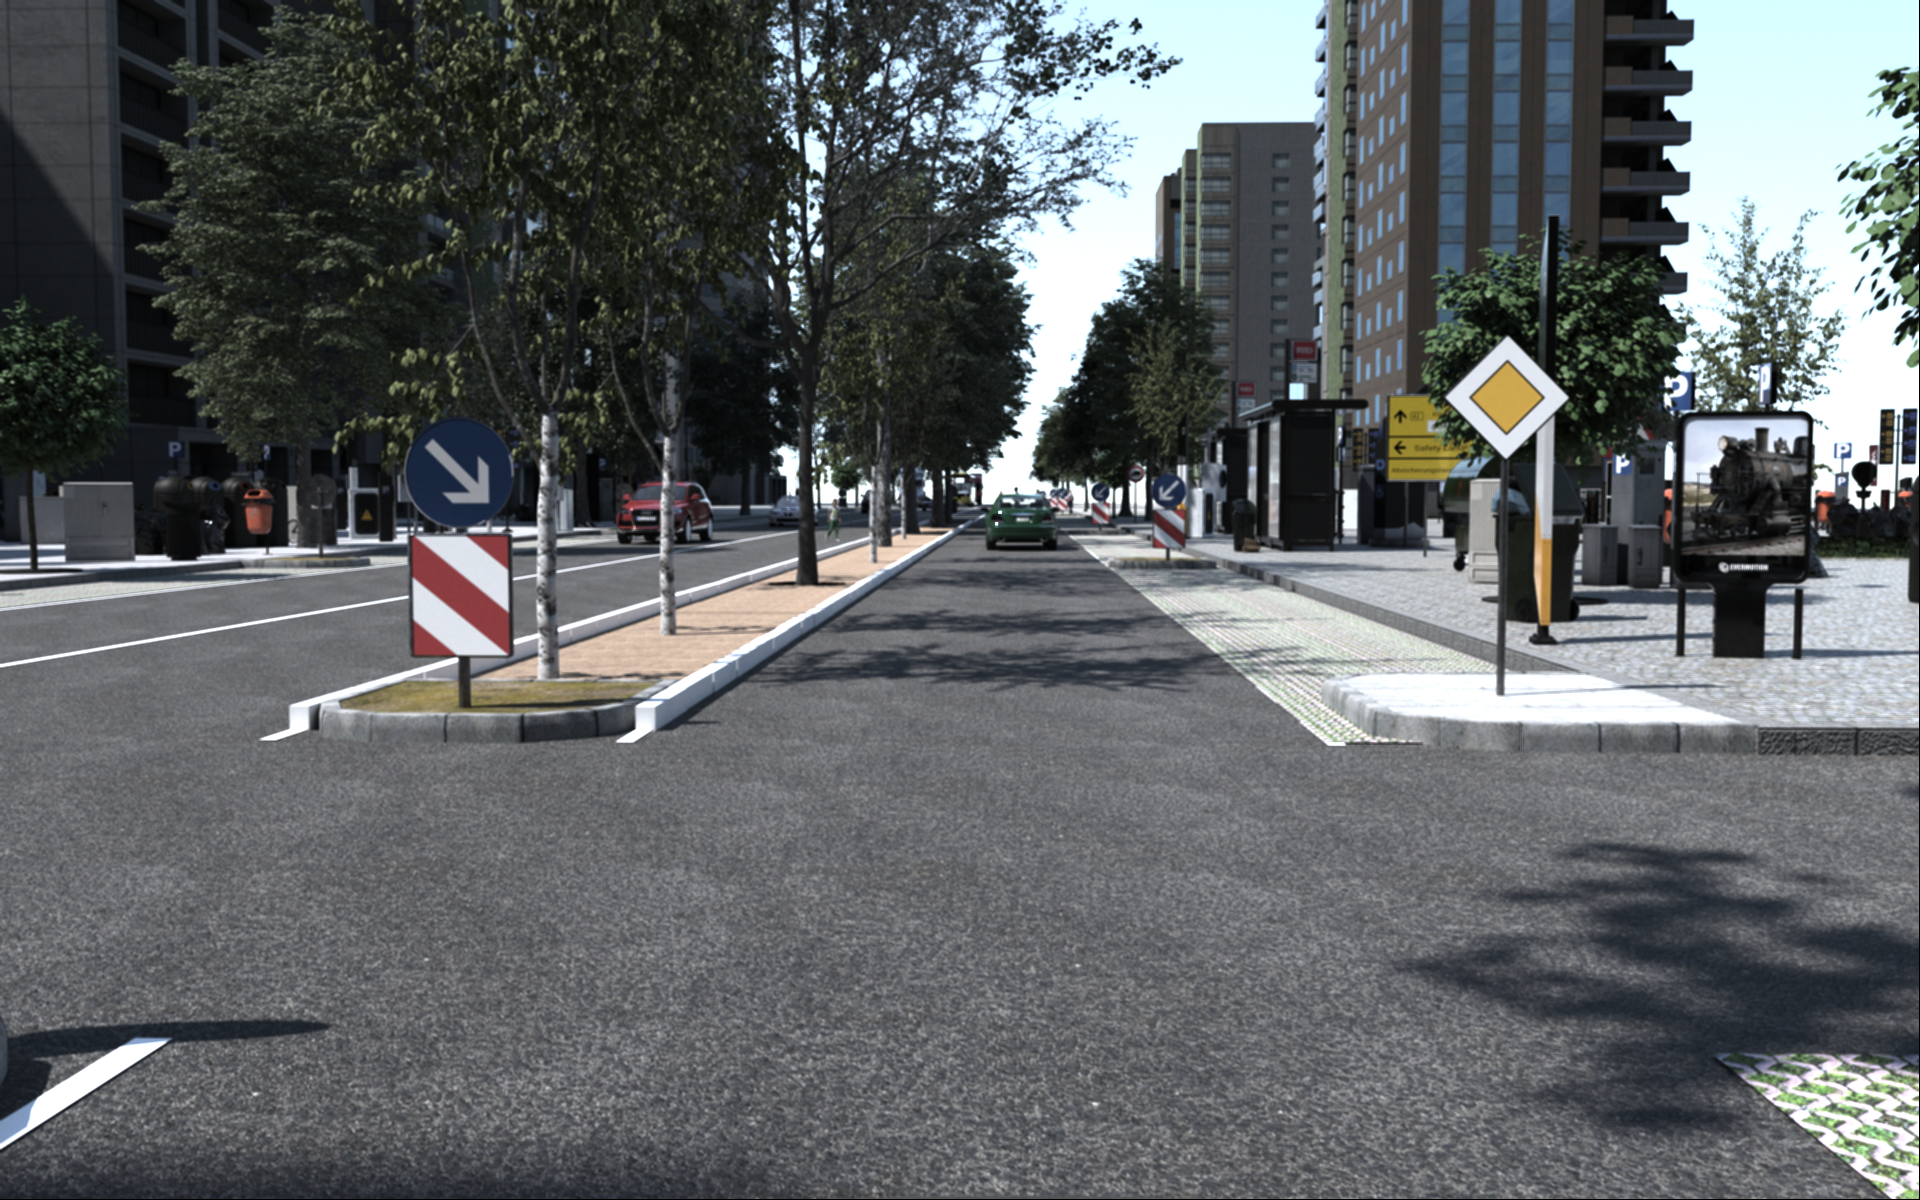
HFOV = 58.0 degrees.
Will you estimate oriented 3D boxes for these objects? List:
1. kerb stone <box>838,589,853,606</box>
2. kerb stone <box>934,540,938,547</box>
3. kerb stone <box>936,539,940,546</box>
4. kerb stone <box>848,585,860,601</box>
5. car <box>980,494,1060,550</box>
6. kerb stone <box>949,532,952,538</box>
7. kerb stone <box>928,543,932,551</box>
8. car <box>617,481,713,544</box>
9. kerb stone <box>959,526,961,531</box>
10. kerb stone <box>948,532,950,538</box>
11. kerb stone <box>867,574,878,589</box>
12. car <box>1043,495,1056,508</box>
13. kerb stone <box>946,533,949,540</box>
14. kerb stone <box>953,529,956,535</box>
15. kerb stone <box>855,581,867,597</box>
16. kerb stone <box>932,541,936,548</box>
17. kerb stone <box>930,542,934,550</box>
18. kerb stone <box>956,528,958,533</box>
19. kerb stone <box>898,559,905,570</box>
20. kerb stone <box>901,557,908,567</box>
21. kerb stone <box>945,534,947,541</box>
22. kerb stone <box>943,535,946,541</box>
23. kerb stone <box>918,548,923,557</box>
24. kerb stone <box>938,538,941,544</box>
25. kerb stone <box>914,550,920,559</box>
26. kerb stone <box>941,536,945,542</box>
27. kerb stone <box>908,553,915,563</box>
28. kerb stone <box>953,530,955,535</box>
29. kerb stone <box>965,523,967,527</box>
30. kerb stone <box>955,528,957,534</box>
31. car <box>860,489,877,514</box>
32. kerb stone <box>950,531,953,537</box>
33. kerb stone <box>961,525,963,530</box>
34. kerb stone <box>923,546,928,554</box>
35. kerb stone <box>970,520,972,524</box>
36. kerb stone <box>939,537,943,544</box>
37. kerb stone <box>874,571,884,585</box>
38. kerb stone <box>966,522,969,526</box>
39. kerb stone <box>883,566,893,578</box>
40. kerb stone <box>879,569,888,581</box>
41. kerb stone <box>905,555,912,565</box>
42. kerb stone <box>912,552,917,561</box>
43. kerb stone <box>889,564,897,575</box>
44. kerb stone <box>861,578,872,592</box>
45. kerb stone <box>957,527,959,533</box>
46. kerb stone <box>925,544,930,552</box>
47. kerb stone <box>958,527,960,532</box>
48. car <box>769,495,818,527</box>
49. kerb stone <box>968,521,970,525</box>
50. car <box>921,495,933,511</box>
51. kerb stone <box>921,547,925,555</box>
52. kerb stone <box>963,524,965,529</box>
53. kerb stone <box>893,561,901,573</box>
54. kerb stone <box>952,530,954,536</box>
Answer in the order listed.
[{"bbox_3d":[-1.517,-0.001,22.222,0.120,0.150,1.000,0,4,2],"label":"kerb stone"},{"bbox_3d":[-0.735,-1.439,45.774,0.120,0.150,1.000,0,4,2],"label":"kerb stone"},{"bbox_3d":[-0.703,-1.499,46.796,0.120,0.150,1.000,0,4,2],"label":"kerb stone"},{"bbox_3d":[-1.479,-0.060,23.244,0.120,0.150,1.000,0,4,2],"label":"kerb stone"},{"bbox_3d":[1.592,-2.075,45.717,2.131,1.459,4.920,0,4,0],"label":"car"},{"bbox_3d":[-0.427,-2.007,55.009,0.120,0.150,1.000,0,4,2],"label":"kerb stone"},{"bbox_3d":[-0.837,-1.255,42.707,0.120,0.150,1.000,0,4,2],"label":"kerb stone"},{"bbox_3d":[-8.693,-2.612,51.376,2.281,1.827,5.304,0,4,3],"label":"car"},{"bbox_3d":[-0.126,-2.571,64.232,0.120,0.150,1.000,0,4,2],"label":"kerb stone"},{"bbox_3d":[-0.458,-1.943,53.980,0.120,0.150,1.000,0,4,2],"label":"kerb stone"},{"bbox_3d":[-1.381,-0.251,26.316,0.120,0.150,1.000,0,4,2],"label":"kerb stone"},{"bbox_3d":[8.725,-9.751,172.002,1.945,1.354,3.894,0,4,3],"label":"car"},{"bbox_3d":[-0.490,-1.882,52.959,0.120,0.150,1.000,0,4,2],"label":"kerb stone"},{"bbox_3d":[-0.298,-2.257,59.103,0.120,0.150,1.000,0,4,2],"label":"kerb stone"},{"bbox_3d":[-1.444,-0.127,24.272,0.120,0.150,1.000,0,4,2],"label":"kerb stone"},{"bbox_3d":[-0.770,-1.377,44.753,0.120,0.150,1.000,0,4,2],"label":"kerb stone"},{"bbox_3d":[-0.808,-1.317,43.732,0.120,0.150,1.000,0,4,2],"label":"kerb stone"},{"bbox_3d":[-0.225,-2.381,61.156,0.120,0.150,1.000,0,4,2],"label":"kerb stone"},{"bbox_3d":[-1.167,-0.625,32.448,0.120,0.150,1.000,0,4,2],"label":"kerb stone"},{"bbox_3d":[-1.138,-0.690,33.475,0.120,0.150,1.000,0,4,2],"label":"kerb stone"},{"bbox_3d":[-0.533,-1.815,51.938,0.120,0.150,1.000,0,4,2],"label":"kerb stone"},{"bbox_3d":[-0.561,-1.754,50.914,0.120,0.150,1.000,0,4,2],"label":"kerb stone"},{"bbox_3d":[-0.977,-1.004,38.603,0.120,0.150,1.000,0,4,2],"label":"kerb stone"},{"bbox_3d":[-0.663,-1.565,47.829,0.120,0.150,1.000,0,4,2],"label":"kerb stone"},{"bbox_3d":[-1.008,-0.941,37.579,0.120,0.150,1.000,0,4,2],"label":"kerb stone"},{"bbox_3d":[-0.592,-1.693,49.884,0.120,0.150,1.000,0,4,2],"label":"kerb stone"},{"bbox_3d":[-1.068,-0.815,35.529,0.120,0.150,1.000,0,4,2],"label":"kerb stone"},{"bbox_3d":[-0.326,-2.194,58.082,0.120,0.150,1.000,0,4,2],"label":"kerb stone"},{"bbox_3d":[0.110,-3.009,71.406,0.120,0.150,1.000,0,4,2],"label":"kerb stone"},{"bbox_3d":[-0.255,-2.320,60.126,0.120,0.150,1.000,0,4,2],"label":"kerb stone"},{"bbox_3d":[-6.245,-7.357,128.953,2.281,1.827,5.304,0,4,0],"label":"car"},{"bbox_3d":[-0.397,-2.069,56.030,0.120,0.150,1.000,0,4,2],"label":"kerb stone"},{"bbox_3d":[-0.050,-2.697,66.289,0.120,0.150,1.000,0,4,2],"label":"kerb stone"},{"bbox_3d":[-0.907,-1.124,40.657,0.120,0.150,1.000,0,4,2],"label":"kerb stone"},{"bbox_3d":[0.358,-3.447,78.563,0.120,0.150,1.000,0,4,2],"label":"kerb stone"},{"bbox_3d":[-0.631,-1.630,48.854,0.120,0.150,1.000,0,4,2],"label":"kerb stone"},{"bbox_3d":[-1.341,-0.314,27.337,0.120,0.150,1.000,0,4,2],"label":"kerb stone"},{"bbox_3d":[0.183,-3.135,73.448,0.120,0.150,1.000,0,4,2],"label":"kerb stone"},{"bbox_3d":[-1.282,-0.439,29.380,0.120,0.150,1.000,0,4,2],"label":"kerb stone"},{"bbox_3d":[-1.316,-0.377,28.358,0.120,0.150,1.000,0,4,2],"label":"kerb stone"},{"bbox_3d":[-1.104,-0.752,34.497,0.120,0.150,1.000,0,4,2],"label":"kerb stone"},{"bbox_3d":[-1.043,-0.878,36.557,0.120,0.150,1.000,0,4,2],"label":"kerb stone"},{"bbox_3d":[-1.240,-0.500,30.401,0.120,0.150,1.000,0,4,2],"label":"kerb stone"},{"bbox_3d":[-1.419,-0.190,25.294,0.120,0.150,1.000,0,4,2],"label":"kerb stone"},{"bbox_3d":[-0.185,-2.446,62.185,0.120,0.150,1.000,0,4,2],"label":"kerb stone"},{"bbox_3d":[-0.867,-1.192,41.686,0.120,0.150,1.000,0,4,2],"label":"kerb stone"},{"bbox_3d":[-0.159,-2.508,63.206,0.120,0.150,1.000,0,4,2],"label":"kerb stone"},{"bbox_3d":[-7.432,-3.996,77.695,2.083,1.381,4.827,0,4,1],"label":"car"},{"bbox_3d":[0.247,-3.260,75.498,0.120,0.150,1.000,0,4,2],"label":"kerb stone"},{"bbox_3d":[-2.302,-8.244,147.368,1.945,1.354,3.894,0,4,2],"label":"car"},{"bbox_3d":[-0.937,-1.066,39.627,0.120,0.150,1.000,0,4,2],"label":"kerb stone"},{"bbox_3d":[0.016,-2.822,68.341,0.120,0.150,1.000,0,4,2],"label":"kerb stone"},{"bbox_3d":[-1.207,-0.563,31.427,0.120,0.150,1.000,0,4,2],"label":"kerb stone"},{"bbox_3d":[-0.356,-2.132,57.060,0.120,0.150,1.000,0,4,2],"label":"kerb stone"}]
